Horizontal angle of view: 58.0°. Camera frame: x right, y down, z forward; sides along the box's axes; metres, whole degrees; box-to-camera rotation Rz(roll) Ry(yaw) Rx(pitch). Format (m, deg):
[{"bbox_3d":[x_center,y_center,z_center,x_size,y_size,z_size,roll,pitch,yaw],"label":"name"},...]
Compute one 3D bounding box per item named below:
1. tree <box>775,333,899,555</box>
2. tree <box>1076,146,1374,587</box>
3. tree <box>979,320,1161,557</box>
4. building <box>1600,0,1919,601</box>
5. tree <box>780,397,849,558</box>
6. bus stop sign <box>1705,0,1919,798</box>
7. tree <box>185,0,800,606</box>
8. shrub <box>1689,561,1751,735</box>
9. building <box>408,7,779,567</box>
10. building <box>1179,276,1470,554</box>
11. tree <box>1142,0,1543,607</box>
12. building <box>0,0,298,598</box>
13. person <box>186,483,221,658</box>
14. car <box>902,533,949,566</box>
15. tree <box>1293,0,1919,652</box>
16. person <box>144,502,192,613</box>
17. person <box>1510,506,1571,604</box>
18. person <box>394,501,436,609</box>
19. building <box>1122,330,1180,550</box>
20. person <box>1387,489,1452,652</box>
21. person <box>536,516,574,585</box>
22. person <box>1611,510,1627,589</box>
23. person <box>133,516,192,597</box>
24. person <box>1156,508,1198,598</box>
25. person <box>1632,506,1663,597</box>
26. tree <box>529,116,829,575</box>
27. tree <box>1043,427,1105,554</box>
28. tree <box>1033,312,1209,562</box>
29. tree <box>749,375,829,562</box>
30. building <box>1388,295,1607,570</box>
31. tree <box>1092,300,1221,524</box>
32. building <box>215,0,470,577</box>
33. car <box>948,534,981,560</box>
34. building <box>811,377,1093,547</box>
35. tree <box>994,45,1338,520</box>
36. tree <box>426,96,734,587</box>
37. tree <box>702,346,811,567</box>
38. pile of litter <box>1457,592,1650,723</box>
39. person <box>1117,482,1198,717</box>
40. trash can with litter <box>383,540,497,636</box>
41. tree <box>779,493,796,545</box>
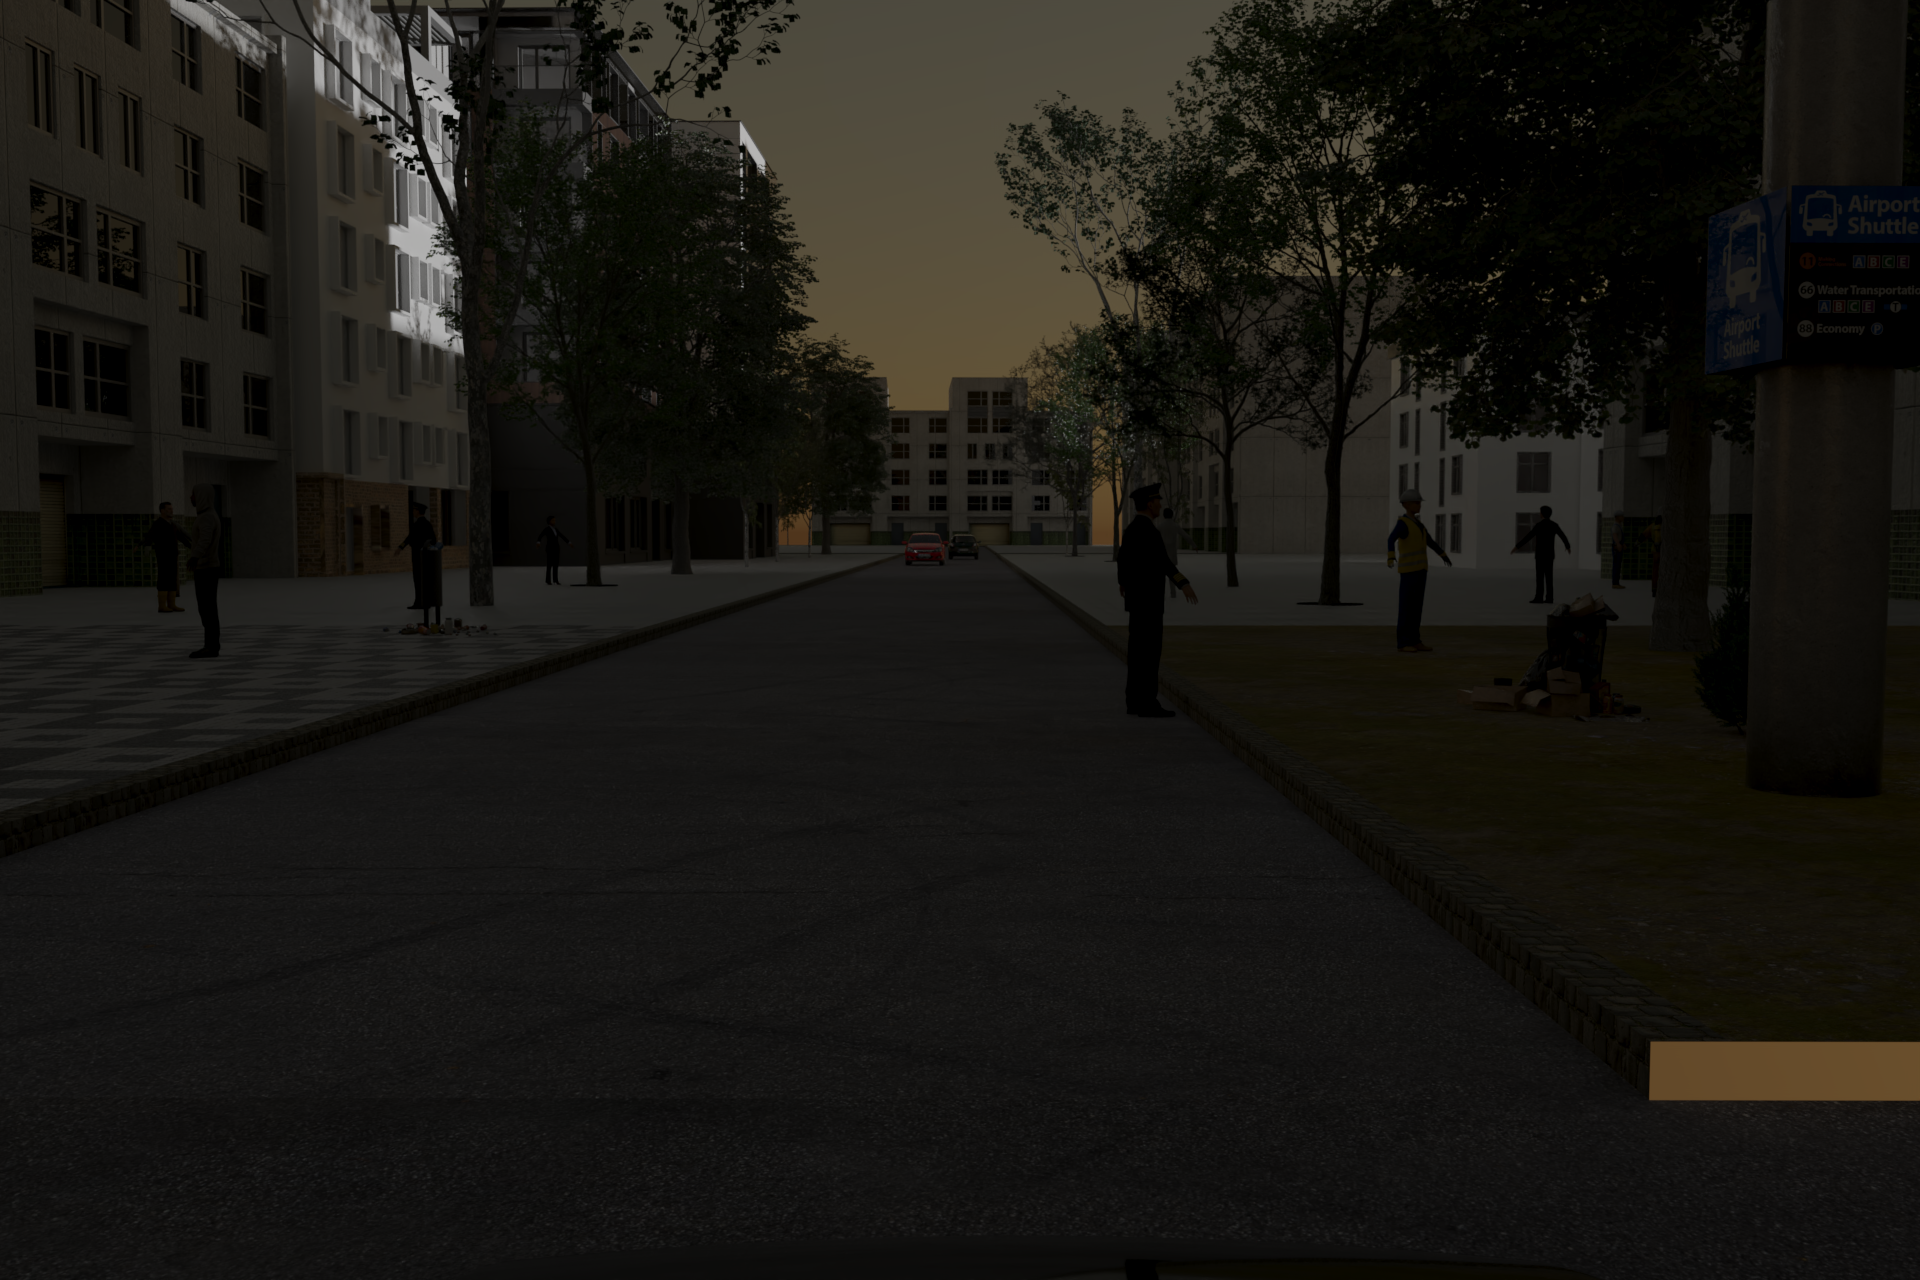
[{"bbox_3d":[-8.470,-12.333,108.299,9.857,13.997,8.962,0,3,0],"label":"tree"},{"bbox_3d":[6.312,-6.577,41.943,7.601,10.594,8.767,0,4,4],"label":"tree"},{"bbox_3d":[6.635,-11.511,98.581,12.009,13.543,11.850,0,3,0],"label":"tree"},{"bbox_3d":[26.636,-10.215,33.477,16.747,18.905,31.486,0,4,1],"label":"building"},{"bbox_3d":[-8.194,-8.743,93.317,4.360,8.622,3.978,0,3,0],"label":"tree"},{"bbox_3d":[4.293,-1.198,8.605,0.837,3.901,0.837,0,4,-1],"label":"bus stop sign"},{"bbox_3d":[-8.780,-10.584,28.931,12.611,20.169,13.585,0,3,0],"label":"tree"},{"bbox_3d":[5.162,0.007,11.002,1.383,1.207,1.383,0,3,0],"label":"shrub"},{"bbox_3d":[-24.784,-14.685,84.079,27.936,21.610,32.646,0,4,1],"label":"building"},{"bbox_3d":[26.455,-15.947,127.185,16.747,18.905,31.486,0,4,0],"label":"building"},{"bbox_3d":[6.770,-6.424,30.781,9.928,11.665,9.643,0,3,0],"label":"tree"},{"bbox_3d":[-27.770,-10.273,34.424,16.747,18.905,31.486,0,3,0],"label":"building"},{"bbox_3d":[-7.889,-0.729,18.048,0.705,1.813,1.348,-1,4,-20],"label":"person"},{"bbox_3d":[-1.599,-4.343,80.051,2.155,1.783,4.494,0,4,0],"label":"car"},{"bbox_3d":[7.937,-6.862,18.846,9.857,13.997,8.962,0,3,0],"label":"tree"},{"bbox_3d":[-12.971,-1.361,28.390,0.704,1.812,1.346,1,4,10],"label":"person"},{"bbox_3d":[10.802,-1.582,32.053,1.347,1.806,0.705,-1,4,-21],"label":"person"},{"bbox_3d":[-9.253,-1.450,29.635,0.705,1.837,1.347,1,4,10],"label":"person"},{"bbox_3d":[24.695,-17.876,158.735,16.747,18.905,31.486,0,3,0],"label":"building"},{"bbox_3d":[4.991,-0.758,18.864,1.216,1.772,0.721,-3,5,-44],"label":"person"},{"bbox_3d":[-10.221,-2.259,43.654,0.721,1.740,1.216,2,4,34],"label":"person"},{"bbox_3d":[15.483,-2.130,40.690,0.705,1.847,1.347,2,4,25],"label":"person"},{"bbox_3d":[-16.076,-1.769,35.190,0.705,1.796,1.348,3,5,44],"label":"person"},{"bbox_3d":[4.166,-1.755,34.873,1.347,1.806,0.705,-1,4,-10],"label":"person"},{"bbox_3d":[14.236,-1.792,35.069,0.705,1.858,1.354,-3,5,-43],"label":"person"},{"bbox_3d":[-8.831,-9.064,54.854,9.857,13.997,8.962,0,3,0],"label":"tree"},{"bbox_3d":[6.963,-9.785,110.348,4.737,8.622,4.395,0,3,0],"label":"tree"},{"bbox_3d":[7.406,-9.436,80.029,9.928,11.665,9.643,0,3,0],"label":"tree"},{"bbox_3d":[-8.603,-7.868,79.001,4.360,8.622,3.978,0,3,0],"label":"tree"},{"bbox_3d":[23.467,-7.428,63.598,9.099,9.664,28.070,0,4,1],"label":"building"},{"bbox_3d":[6.849,-6.324,53.766,4.360,8.622,3.978,0,3,0],"label":"tree"},{"bbox_3d":[-23.591,-12.014,52.844,16.016,20.090,11.380,0,4,-1],"label":"building"},{"bbox_3d":[0.208,-5.419,98.393,2.009,1.686,4.222,0,4,1],"label":"car"},{"bbox_3d":[-1.115,-20.373,202.007,31.486,18.905,16.747,0,4,-2],"label":"building"},{"bbox_3d":[8.253,-12.891,66.654,12.611,20.169,13.585,0,3,0],"label":"tree"},{"bbox_3d":[-9.131,-7.122,42.203,9.928,11.665,9.643,0,3,0],"label":"tree"},{"bbox_3d":[-7.978,-7.102,66.484,4.737,8.622,4.395,0,3,0],"label":"tree"},{"bbox_3d":[4.291,0.084,12.589,1.176,0.858,1.719,0,4,0],"label":"pile of litter"},{"bbox_3d":[1.491,-0.322,13.664,0.705,1.837,1.347,-1,4,-17],"label":"person"},{"bbox_3d":[-6.739,-0.720,22.823,1.678,1.210,2.233,0,4,0],"label":"trash can with litter"},{"bbox_3d":[-19.774,-15.040,196.269,4.737,8.622,4.395,0,3,0],"label":"tree"}]
